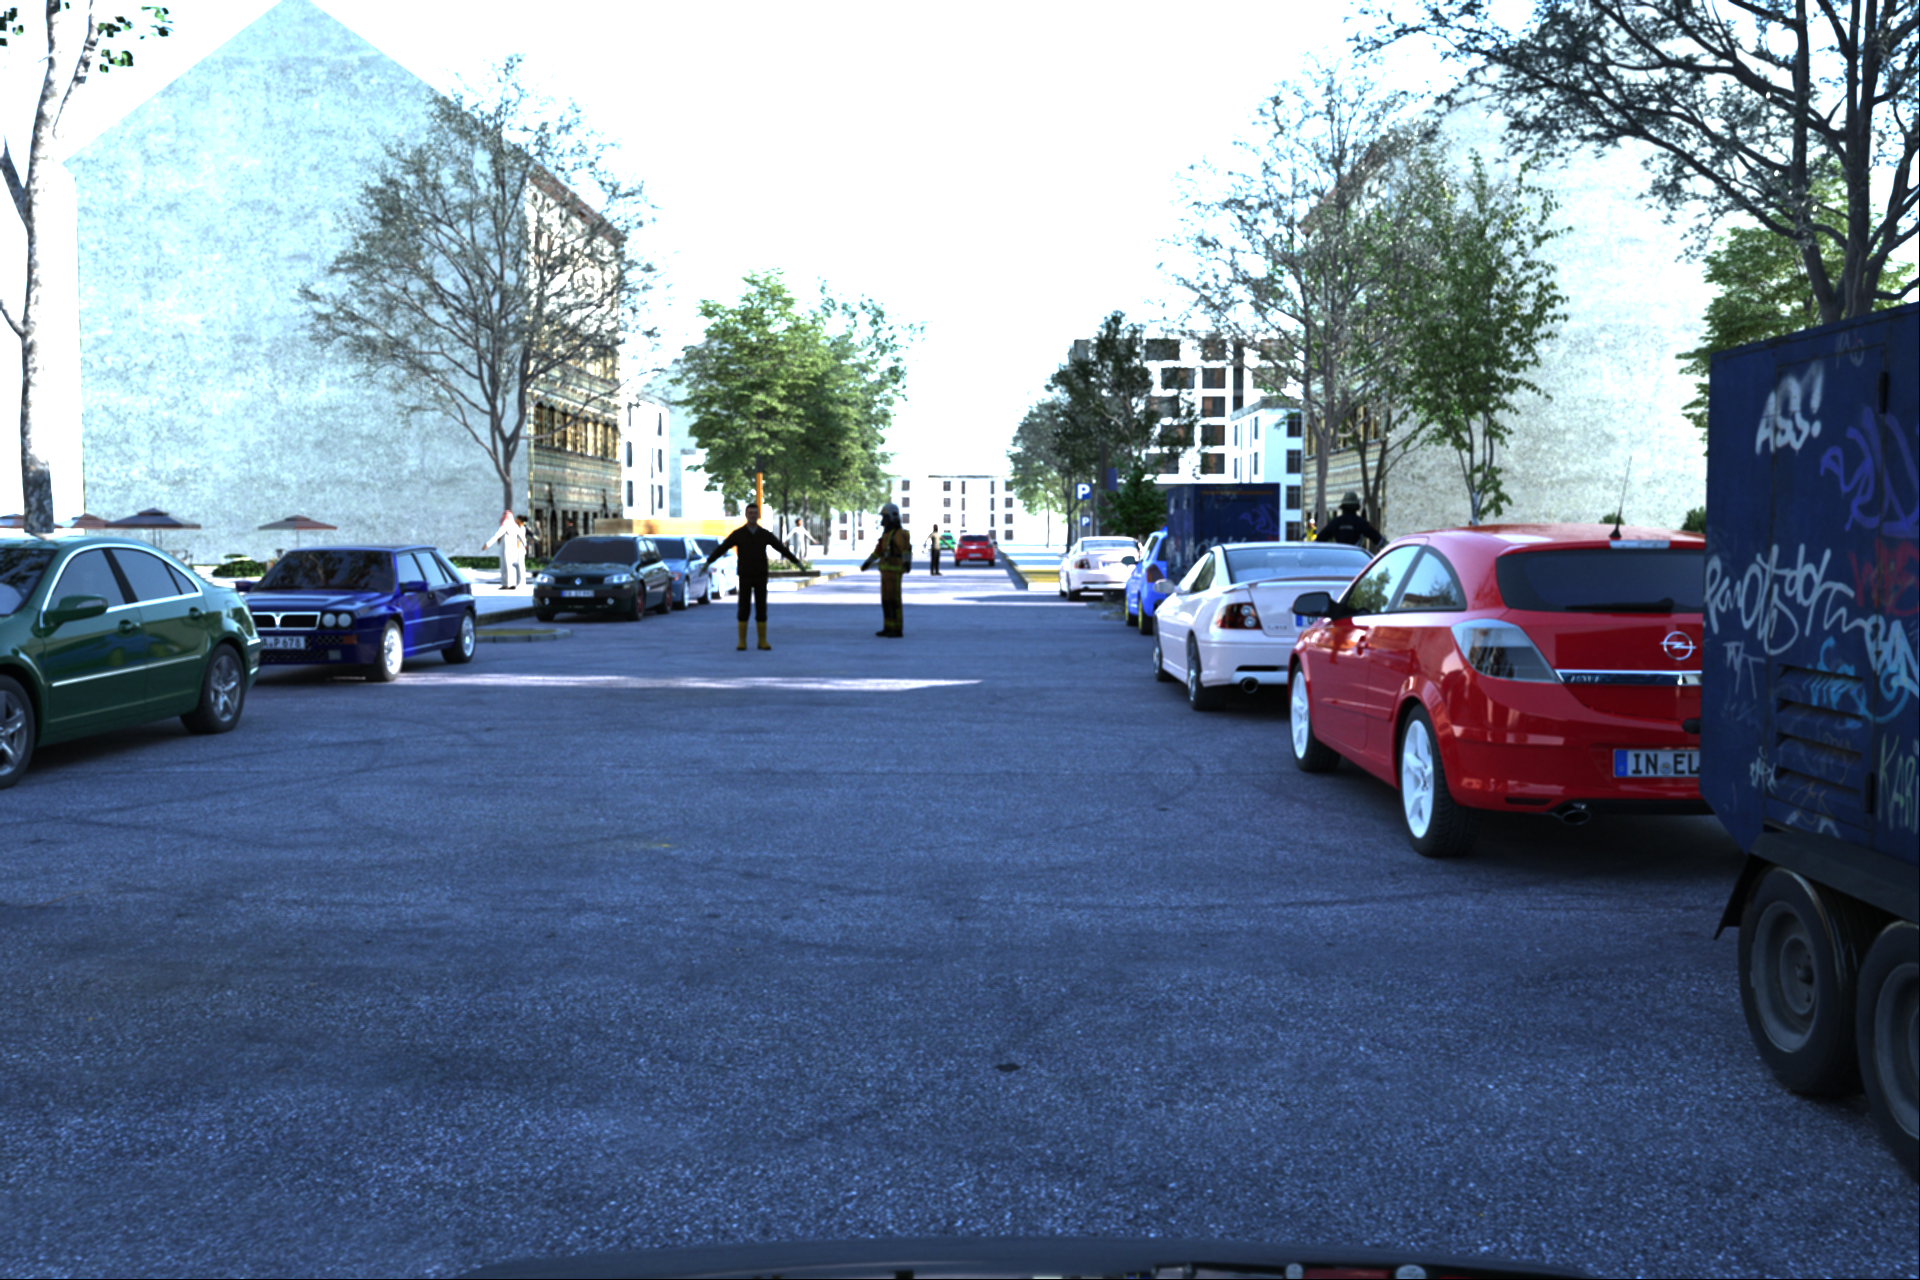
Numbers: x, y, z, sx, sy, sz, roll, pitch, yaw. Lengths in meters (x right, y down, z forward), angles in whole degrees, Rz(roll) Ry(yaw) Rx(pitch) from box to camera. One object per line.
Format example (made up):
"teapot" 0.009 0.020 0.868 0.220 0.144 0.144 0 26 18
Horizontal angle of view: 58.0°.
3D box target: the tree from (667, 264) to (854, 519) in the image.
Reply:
"tree" -8.362 -9.462 72.833 7.486 12.596 7.792 0 3 0

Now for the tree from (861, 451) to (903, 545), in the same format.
"tree" -7.090 -11.994 146.462 4.360 8.622 3.978 0 3 0

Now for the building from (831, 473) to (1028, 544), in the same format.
"building" -4.459 -18.031 239.414 28.070 9.664 9.099 0 4 2

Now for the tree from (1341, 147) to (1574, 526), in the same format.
"tree" 9.477 -5.011 32.287 4.737 8.622 4.395 0 3 0

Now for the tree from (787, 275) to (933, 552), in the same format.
"tree" -8.017 -16.536 126.245 12.611 20.169 13.585 0 3 0

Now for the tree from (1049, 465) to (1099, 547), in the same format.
"tree" 7.962 -10.580 123.351 4.360 8.622 3.978 0 3 0

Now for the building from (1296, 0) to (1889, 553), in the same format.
"building" 25.933 -14.970 75.681 19.493 23.208 18.063 0 4 1

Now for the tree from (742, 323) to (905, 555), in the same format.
"tree" -8.106 -12.095 104.412 9.857 13.997 8.962 0 3 0

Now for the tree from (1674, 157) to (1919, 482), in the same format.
"tree" 25.646 -8.237 52.803 7.486 12.596 7.792 0 3 0

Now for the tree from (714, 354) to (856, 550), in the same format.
"tree" -8.743 -9.181 84.523 7.601 10.594 8.767 -1 4 -20

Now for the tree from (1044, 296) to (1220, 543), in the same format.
"tree" 6.785 -8.194 68.387 7.601 10.594 8.767 1 4 14

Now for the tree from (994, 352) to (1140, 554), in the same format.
"tree" 7.265 -12.458 114.053 12.009 13.543 11.850 0 3 0

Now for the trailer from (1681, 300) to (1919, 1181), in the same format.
"trailer" 2.827 0.139 4.784 1.471 1.999 3.904 0 4 1

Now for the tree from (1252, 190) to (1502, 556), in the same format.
"tree" 12.729 -7.810 53.443 9.928 11.665 9.643 0 3 0

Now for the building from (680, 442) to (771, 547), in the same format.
"building" -23.085 -14.013 171.263 9.099 9.664 28.070 0 4 0

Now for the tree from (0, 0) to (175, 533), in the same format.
"tree" -13.246 -10.318 24.594 12.611 20.169 13.585 0 3 0

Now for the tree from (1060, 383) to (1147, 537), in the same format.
"tree" 6.327 -8.062 82.170 4.360 8.622 3.978 0 3 0

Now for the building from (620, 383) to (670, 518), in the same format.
"building" -22.706 -10.188 108.723 9.099 9.664 28.070 0 4 1

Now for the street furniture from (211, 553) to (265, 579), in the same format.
"street furniture" -20.030 -2.312 53.432 5.734 0.657 10.072 -2 4 -25

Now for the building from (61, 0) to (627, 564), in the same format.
"building" -26.713 -15.211 79.621 19.493 23.208 18.063 0 4 1

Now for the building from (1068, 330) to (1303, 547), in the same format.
"building" 25.624 -21.137 189.571 27.936 21.610 32.646 0 4 1

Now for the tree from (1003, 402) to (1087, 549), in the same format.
"tree" 7.136 -14.008 147.161 7.486 12.596 7.792 0 3 0

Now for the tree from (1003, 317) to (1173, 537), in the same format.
"tree" 7.556 -11.422 97.125 12.009 13.543 11.850 0 3 0

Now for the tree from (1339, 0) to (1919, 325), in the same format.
"tree" 9.055 -6.557 17.581 12.009 13.543 11.850 0 3 0

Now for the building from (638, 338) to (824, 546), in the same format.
"building" -25.307 -22.241 194.563 19.493 23.208 18.063 0 4 1

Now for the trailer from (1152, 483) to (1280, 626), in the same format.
"trailer" 3.094 -0.869 21.259 1.471 1.999 3.904 0 4 0

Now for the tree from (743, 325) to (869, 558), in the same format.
"tree" -8.834 -10.782 94.412 7.486 12.596 7.792 0 3 0

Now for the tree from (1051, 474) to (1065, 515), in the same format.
"tree" 16.542 -20.230 241.137 12.009 13.543 11.850 0 3 0

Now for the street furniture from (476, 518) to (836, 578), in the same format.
"street furniture" -7.502 -2.719 51.306 9.812 1.723 11.010 3 5 43

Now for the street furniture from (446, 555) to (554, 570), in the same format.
"street furniture" -15.996 -2.912 63.235 10.072 0.657 5.734 0 4 -7

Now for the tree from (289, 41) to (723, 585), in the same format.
"tree" -11.585 -8.173 43.995 12.009 13.543 11.850 0 3 0

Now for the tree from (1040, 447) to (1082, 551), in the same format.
"tree" 7.528 -11.097 131.790 4.360 8.622 3.978 0 3 0

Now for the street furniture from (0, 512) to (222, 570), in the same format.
"street furniture" -33.059 -3.019 54.398 14.083 1.986 27.439 0 4 4

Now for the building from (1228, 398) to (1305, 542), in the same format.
"building" 23.190 -10.098 107.258 9.099 9.664 28.070 0 4 0

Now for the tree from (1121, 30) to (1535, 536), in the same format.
"tree" 9.046 -8.099 42.790 12.009 13.543 11.850 0 3 0

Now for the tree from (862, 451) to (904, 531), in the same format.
"tree" -7.536 -12.292 151.330 4.360 8.622 3.978 0 3 0
